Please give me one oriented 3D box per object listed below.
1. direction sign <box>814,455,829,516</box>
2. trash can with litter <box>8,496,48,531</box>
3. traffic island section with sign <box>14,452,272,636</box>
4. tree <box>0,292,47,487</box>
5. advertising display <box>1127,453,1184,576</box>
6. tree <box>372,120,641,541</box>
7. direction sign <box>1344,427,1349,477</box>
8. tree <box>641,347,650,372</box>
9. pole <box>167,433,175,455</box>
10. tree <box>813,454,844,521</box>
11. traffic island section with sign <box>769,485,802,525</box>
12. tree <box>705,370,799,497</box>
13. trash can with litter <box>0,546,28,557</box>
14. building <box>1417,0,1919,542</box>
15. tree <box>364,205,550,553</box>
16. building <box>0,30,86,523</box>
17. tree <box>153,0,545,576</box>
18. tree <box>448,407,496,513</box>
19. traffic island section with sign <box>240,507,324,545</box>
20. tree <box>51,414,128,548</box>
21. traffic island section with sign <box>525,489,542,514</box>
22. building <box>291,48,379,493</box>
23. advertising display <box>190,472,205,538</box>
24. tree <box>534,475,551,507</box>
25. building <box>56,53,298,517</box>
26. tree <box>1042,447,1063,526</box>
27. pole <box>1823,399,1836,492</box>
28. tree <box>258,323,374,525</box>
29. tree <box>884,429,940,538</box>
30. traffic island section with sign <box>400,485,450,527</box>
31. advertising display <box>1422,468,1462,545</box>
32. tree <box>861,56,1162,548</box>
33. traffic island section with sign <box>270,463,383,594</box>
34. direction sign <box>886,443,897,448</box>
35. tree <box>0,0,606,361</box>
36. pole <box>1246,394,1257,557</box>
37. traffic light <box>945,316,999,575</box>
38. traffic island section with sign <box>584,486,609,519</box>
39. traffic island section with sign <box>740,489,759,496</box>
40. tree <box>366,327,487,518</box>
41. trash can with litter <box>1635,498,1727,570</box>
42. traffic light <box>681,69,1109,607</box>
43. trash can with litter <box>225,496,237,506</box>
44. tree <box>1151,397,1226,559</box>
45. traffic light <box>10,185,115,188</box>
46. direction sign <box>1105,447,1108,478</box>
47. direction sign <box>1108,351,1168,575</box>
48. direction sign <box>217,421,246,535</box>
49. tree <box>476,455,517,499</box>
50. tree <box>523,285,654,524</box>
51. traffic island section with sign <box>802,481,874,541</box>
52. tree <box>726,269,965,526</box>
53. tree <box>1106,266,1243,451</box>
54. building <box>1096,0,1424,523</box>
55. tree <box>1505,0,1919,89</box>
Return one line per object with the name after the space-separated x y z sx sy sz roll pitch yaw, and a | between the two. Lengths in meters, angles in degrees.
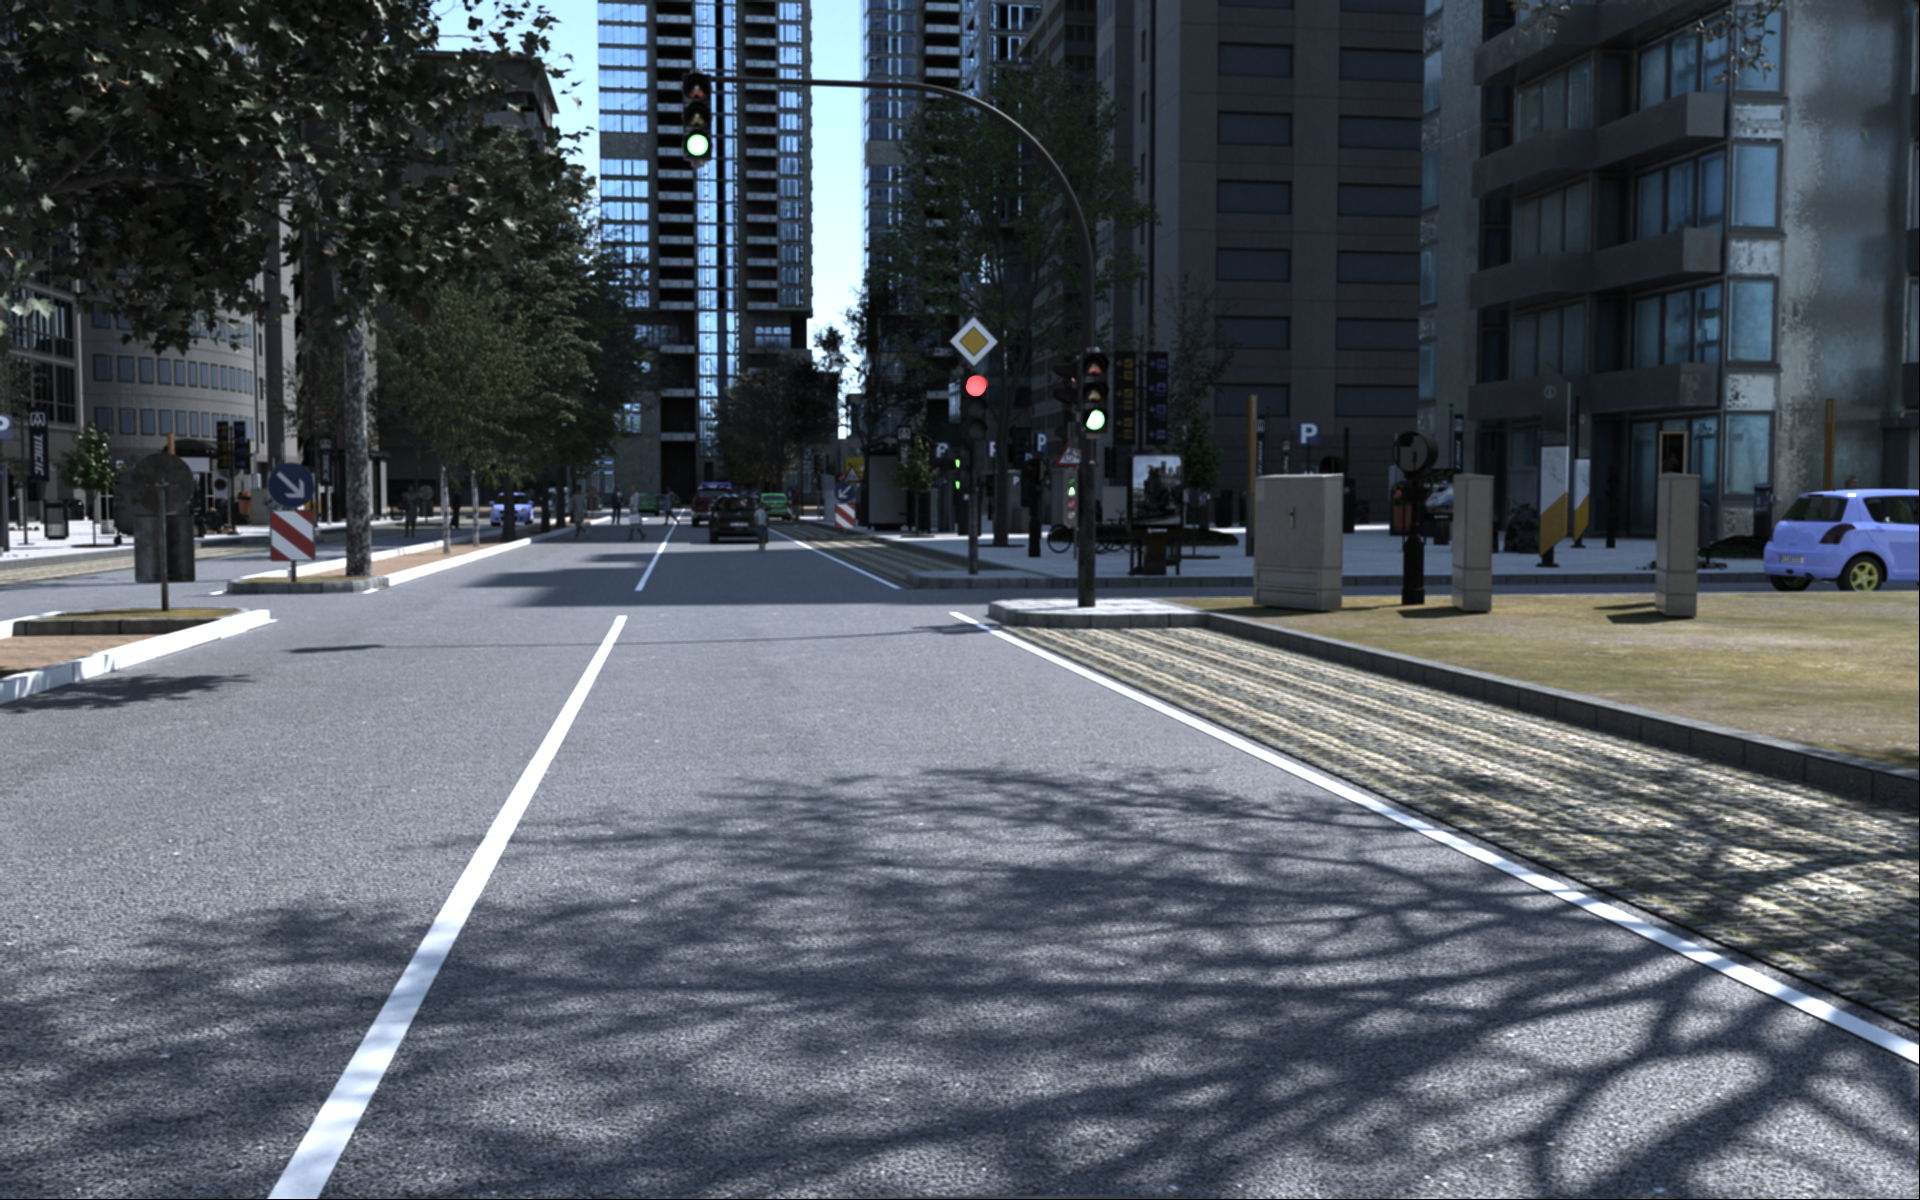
-8.108 -6.694 101.441 0.876 3.537 0.379 -1 4 -18 | direction sign
-33.091 -3.051 60.934 2.233 1.210 1.678 1 4 16 | trash can with litter
-8.664 -0.630 18.441 2.006 1.907 1.989 -1 4 -9 | traffic island section with sign
-31.558 -6.458 55.953 4.360 8.622 3.978 0 3 0 | tree
3.067 -1.346 27.221 0.974 1.923 0.123 -2 4 -26 | advertising display
-13.958 -8.097 52.966 7.486 12.596 7.792 0 3 0 | tree
13.188 -4.108 59.165 0.379 3.537 0.876 1 4 20 | direction sign
-17.039 -9.335 73.218 7.486 12.596 7.792 0 3 0 | tree
-26.389 -3.925 58.016 0.158 3.312 0.155 0 3 0 | pole
-6.292 -5.452 83.743 1.663 3.219 1.824 0 3 0 | tree
-7.882 -4.373 80.130 1.989 1.847 2.006 -1 4 -9 | traffic island section with sign
-20.426 -16.350 173.977 9.857 13.997 8.962 0 3 0 | tree
-20.447 -1.496 35.524 2.233 1.210 1.678 1 4 22 | trash can with litter
31.113 -26.653 55.381 30.456 49.044 23.786 -1 4 -9 | building
-12.267 -5.403 41.163 4.737 8.622 4.395 0 3 0 | tree
-46.424 -16.840 68.841 14.314 27.812 24.014 -1 4 -9 | building
-11.808 -10.513 30.241 12.611 20.169 13.585 0 3 0 | tree
-33.475 -10.324 119.159 4.360 8.622 3.978 0 3 0 | tree
-19.475 -2.525 49.915 1.989 1.847 2.006 -1 4 -9 | traffic island section with sign
-20.902 -2.897 41.968 1.663 3.219 1.824 0 3 0 | tree
-31.196 -7.165 125.777 1.989 1.847 2.006 -1 4 -9 | traffic island section with sign
-62.124 -31.927 145.705 21.600 48.544 21.300 -1 4 -9 | building
-22.354 -2.786 50.760 0.123 1.923 0.974 -3 5 -41 | advertising display
-42.076 -11.015 174.697 1.663 3.219 1.824 0 3 0 | tree
-56.088 -34.629 108.191 21.231 58.520 28.212 -1 4 -9 | building
4.155 -4.642 70.493 1.663 3.219 1.824 0 3 0 | tree
18.677 -2.654 37.236 0.158 3.312 0.155 0 3 0 | pole
-26.674 -7.462 72.365 4.360 8.622 3.978 0 3 0 | tree
-1.176 -3.472 51.375 1.663 3.219 1.824 0 3 0 | tree
-23.601 -4.154 76.553 1.989 1.847 2.006 -1 4 -9 | traffic island section with sign
12.116 -2.344 43.544 0.974 1.923 0.123 3 4 36 | advertising display
1.088 -7.086 41.613 9.928 11.665 9.643 0 3 0 | tree
-9.786 -1.078 25.763 2.006 1.907 1.989 -1 4 -9 | traffic island section with sign
-3.117 -5.224 77.409 0.379 3.537 0.876 3 5 39 | direction sign
-7.560 -5.677 12.279 9.611 12.733 9.660 0 3 0 | tree
5.980 -2.549 35.511 0.158 3.312 0.155 0 3 0 | pole
0.192 -2.361 27.528 0.839 4.253 0.868 -1 4 -9 | traffic light
-21.272 -5.620 100.022 2.006 1.907 1.989 -1 4 -9 | traffic island section with sign
-15.308 -7.314 128.214 1.989 1.847 2.006 -1 4 -9 | traffic island section with sign
-28.456 -9.588 91.176 7.601 10.594 8.767 0 4 -7 | tree
12.421 -1.155 29.946 2.233 1.210 1.678 -2 4 -28 | trash can with litter
-0.642 -2.722 19.178 4.771 5.953 1.251 -1 4 -9 | traffic light
-40.189 -5.110 94.940 0.624 1.170 1.055 3 4 36 | trash can with litter
4.733 -2.454 34.727 1.663 3.219 1.824 0 3 0 | tree
-13.872 -3.102 25.383 4.771 5.953 1.251 -1 4 -9 | traffic light
7.264 -5.604 83.619 0.379 3.537 0.876 3 5 44 | direction sign
2.874 -2.177 27.587 0.876 3.537 0.379 -1 4 -9 | direction sign
-22.695 -3.793 54.013 0.876 3.537 0.379 0 3 0 | direction sign
-36.387 -9.330 136.260 4.285 4.588 4.351 0 3 0 | tree
-18.502 -9.472 83.087 9.928 11.665 9.643 0 3 0 | tree
-3.707 -2.725 53.174 1.989 1.847 2.006 -1 4 -9 | traffic island section with sign
-3.725 -8.261 69.474 7.601 10.594 8.767 3 4 37 | tree
6.997 -6.445 55.736 4.360 8.622 3.978 0 3 0 | tree
17.907 -33.584 91.091 21.231 58.520 28.212 -1 4 -9 | building
5.609 -5.955 7.733 12.009 13.543 11.850 0 3 0 | tree
